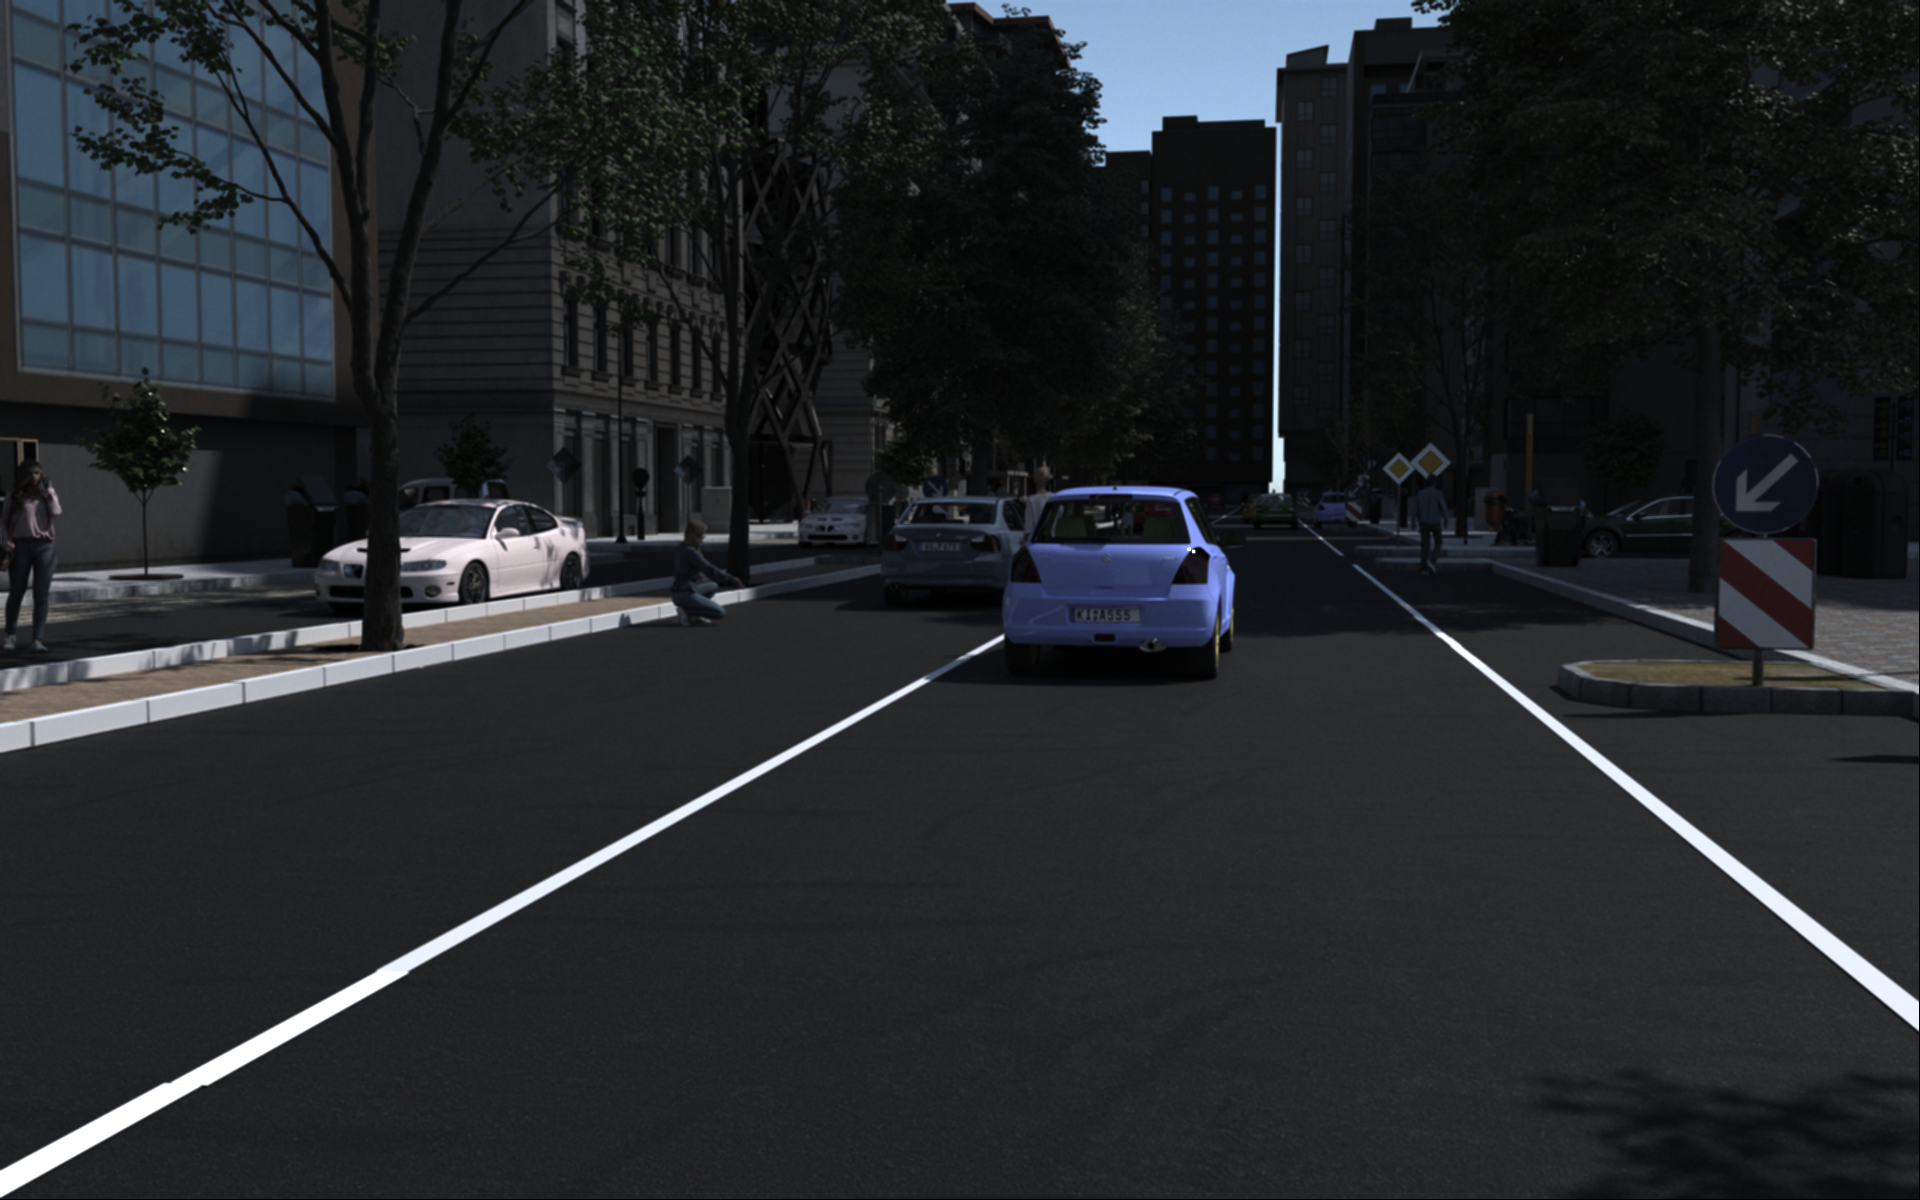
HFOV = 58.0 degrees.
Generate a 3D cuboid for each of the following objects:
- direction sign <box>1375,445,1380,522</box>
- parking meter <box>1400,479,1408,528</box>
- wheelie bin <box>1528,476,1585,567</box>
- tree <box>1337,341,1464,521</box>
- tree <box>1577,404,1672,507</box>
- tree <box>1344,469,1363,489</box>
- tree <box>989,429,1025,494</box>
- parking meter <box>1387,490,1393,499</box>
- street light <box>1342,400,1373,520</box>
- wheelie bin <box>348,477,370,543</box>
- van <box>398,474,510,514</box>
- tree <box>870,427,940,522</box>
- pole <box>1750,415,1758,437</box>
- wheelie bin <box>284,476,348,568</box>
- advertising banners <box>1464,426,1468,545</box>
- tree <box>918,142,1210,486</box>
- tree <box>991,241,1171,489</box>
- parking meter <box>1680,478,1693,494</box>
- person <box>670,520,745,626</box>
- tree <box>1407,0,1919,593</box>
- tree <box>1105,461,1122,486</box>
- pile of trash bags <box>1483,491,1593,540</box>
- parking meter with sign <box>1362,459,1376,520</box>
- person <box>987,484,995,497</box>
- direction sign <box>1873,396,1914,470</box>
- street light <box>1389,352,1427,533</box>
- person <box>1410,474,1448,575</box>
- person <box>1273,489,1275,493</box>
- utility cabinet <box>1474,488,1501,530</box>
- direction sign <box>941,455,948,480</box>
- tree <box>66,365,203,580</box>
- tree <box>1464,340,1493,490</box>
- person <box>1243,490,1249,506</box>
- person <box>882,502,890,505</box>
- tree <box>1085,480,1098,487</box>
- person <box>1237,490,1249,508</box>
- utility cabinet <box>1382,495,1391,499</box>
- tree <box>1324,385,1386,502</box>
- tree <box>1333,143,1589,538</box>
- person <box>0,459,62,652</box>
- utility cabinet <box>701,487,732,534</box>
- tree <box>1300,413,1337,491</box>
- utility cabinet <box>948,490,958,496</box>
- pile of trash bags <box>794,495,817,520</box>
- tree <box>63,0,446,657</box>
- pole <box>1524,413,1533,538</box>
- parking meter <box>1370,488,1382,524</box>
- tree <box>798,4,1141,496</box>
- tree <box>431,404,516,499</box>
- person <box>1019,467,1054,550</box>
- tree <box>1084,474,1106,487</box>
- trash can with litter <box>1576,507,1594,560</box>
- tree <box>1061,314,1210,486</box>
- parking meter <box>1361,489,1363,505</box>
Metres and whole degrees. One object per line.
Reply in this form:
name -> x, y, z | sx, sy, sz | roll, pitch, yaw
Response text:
direction sign -> 19.103, -5.351, 79.484 | 0.379, 3.537, 0.876 | 1, 4, 12
parking meter -> 16.914, -3.686, 65.970 | 0.255, 1.863, 0.399 | 1, 4, 13
wheelie bin -> 10.564, -1.399, 30.778 | 0.980, 1.594, 0.693 | 0, 4, 0
tree -> 20.927, -8.067, 82.255 | 4.737, 8.622, 4.395 | 0, 3, 0
tree -> 24.342, -4.880, 63.503 | 4.285, 4.588, 4.351 | 0, 3, 0
tree -> 27.049, -7.614, 119.093 | 1.663, 3.219, 1.824 | 0, 3, 0
tree -> 3.501, -10.145, 116.231 | 4.360, 8.622, 3.978 | 0, 3, 0
parking meter -> 27.486, -6.253, 110.644 | 0.372, 1.533, 0.369 | 0, 3, 0
street light -> 19.863, -6.936, 85.937 | 1.470, 5.913, 1.316 | 1, 4, 10
wheelie bin -> -10.992, -1.471, 31.959 | 0.693, 1.594, 0.980 | -1, 4, -10
van -> -13.068, -2.157, 42.282 | 4.112, 2.044, 2.013 | 1, 4, 8
tree -> -2.475, -5.962, 81.187 | 4.285, 4.588, 4.351 | 0, 3, 0
pole -> 20.521, -3.119, 44.843 | 0.158, 3.312, 0.155 | 0, 3, 0
wheelie bin -> -11.385, -1.371, 30.325 | 0.693, 1.594, 0.980 | 1, 4, 19
advertising banners -> 12.881, -2.927, 44.039 | 0.090, 3.025, 2.074 | 1, 4, 16
tree -> 2.790, -8.997, 59.927 | 12.009, 13.543, 11.850 | 0, 3, 0
tree -> 5.326, -9.578, 77.178 | 7.486, 12.596, 7.792 | 0, 3, 0
parking meter -> 26.054, -3.452, 62.145 | 0.255, 1.863, 0.399 | 0, 4, -8
person -> -2.856, -0.313, 19.120 | 0.738, 1.151, 1.012 | -1, 4, -21
tree -> 9.383, -6.384, 22.511 | 7.486, 12.596, 7.792 | 0, 3, 0
tree -> 17.063, -14.799, 192.333 | 4.360, 8.622, 3.978 | 0, 3, 0
pile of trash bags -> 15.267, -2.221, 46.058 | 3.447, 1.369, 1.912 | -2, 4, -29
parking meter with sign -> 20.653, -5.584, 87.557 | 0.543, 3.016, 1.738 | 0, 4, 4
person -> 1.213, -3.700, 68.861 | 0.748, 1.841, 0.638 | -2, 4, -33
direction sign -> 21.636, -2.949, 40.216 | 0.379, 3.537, 0.876 | -3, 4, -36
street light -> 14.690, -5.155, 56.830 | 1.470, 5.913, 1.316 | 1, 4, 10
person -> 8.245, -1.320, 30.418 | 0.601, 1.785, 0.444 | 2, 4, 32
person -> 25.083, -7.937, 138.357 | 1.348, 1.812, 0.705 | -1, 4, -23
utility cabinet -> 18.662, -3.215, 61.240 | 1.173, 1.500, 0.318 | -3, 5, -41
direction sign -> -0.892, -6.462, 97.649 | 0.379, 3.537, 0.876 | -2, 4, -24
tree -> -12.191, -1.926, 26.099 | 1.663, 3.219, 1.824 | 0, 3, 0
tree -> 25.916, -8.147, 83.562 | 4.737, 8.622, 4.395 | 0, 3, 0
person -> 25.226, -8.807, 152.516 | 0.705, 1.821, 1.348 | -2, 4, -24
person -> -2.456, -2.754, 54.539 | 0.512, 1.701, 0.522 | 0, 4, -8
tree -> 12.534, -10.629, 168.378 | 1.663, 3.219, 1.824 | 0, 3, 0
person -> 29.637, -10.585, 181.502 | 1.348, 1.831, 0.705 | 0, 4, -5
utility cabinet -> 25.473, -5.719, 104.660 | 1.020, 1.237, 0.306 | 0, 4, 1
tree -> 25.492, -9.847, 111.365 | 4.360, 8.622, 3.978 | 0, 3, 0
tree -> 14.787, -7.648, 50.803 | 9.928, 11.665, 9.643 | 0, 3, 0
person -> -8.566, -0.415, 15.872 | 0.593, 1.750, 0.643 | -2, 4, -30
utility cabinet -> -7.684, -2.840, 55.105 | 1.173, 1.500, 0.318 | 2, 4, 32
tree -> 33.248, -12.615, 156.624 | 4.737, 8.622, 4.395 | 0, 3, 0
utility cabinet -> -0.376, -4.990, 90.263 | 0.318, 1.500, 1.173 | 1, 4, 10
pile of trash bags -> -7.907, -4.596, 84.903 | 1.912, 1.369, 3.447 | -1, 4, -21
tree -> -5.185, -5.327, 15.305 | 9.928, 11.665, 9.643 | 0, 3, 0
pole -> 14.385, -3.057, 43.829 | 0.158, 3.312, 0.155 | 0, 3, 0
parking meter -> 17.995, -4.078, 75.087 | 0.372, 1.533, 0.369 | 0, 3, 0
tree -> 0.469, -8.400, 46.446 | 9.857, 13.997, 8.962 | 0, 3, 0
tree -> -10.443, -2.622, 37.470 | 1.663, 3.219, 1.824 | 0, 3, 0
person -> 1.114, -0.655, 19.884 | 0.731, 1.740, 0.598 | -3, 5, -42
tree -> 13.362, -11.793, 176.535 | 4.285, 4.588, 4.351 | 0, 3, 0
trash can with litter -> 11.690, -1.353, 33.513 | 1.055, 1.170, 0.624 | -2, 4, -34
tree -> 9.567, -11.067, 100.409 | 9.611, 12.733, 9.660 | 0, 3, 0
parking meter -> 21.762, -5.181, 93.115 | 0.372, 1.533, 0.369 | 0, 3, 0
